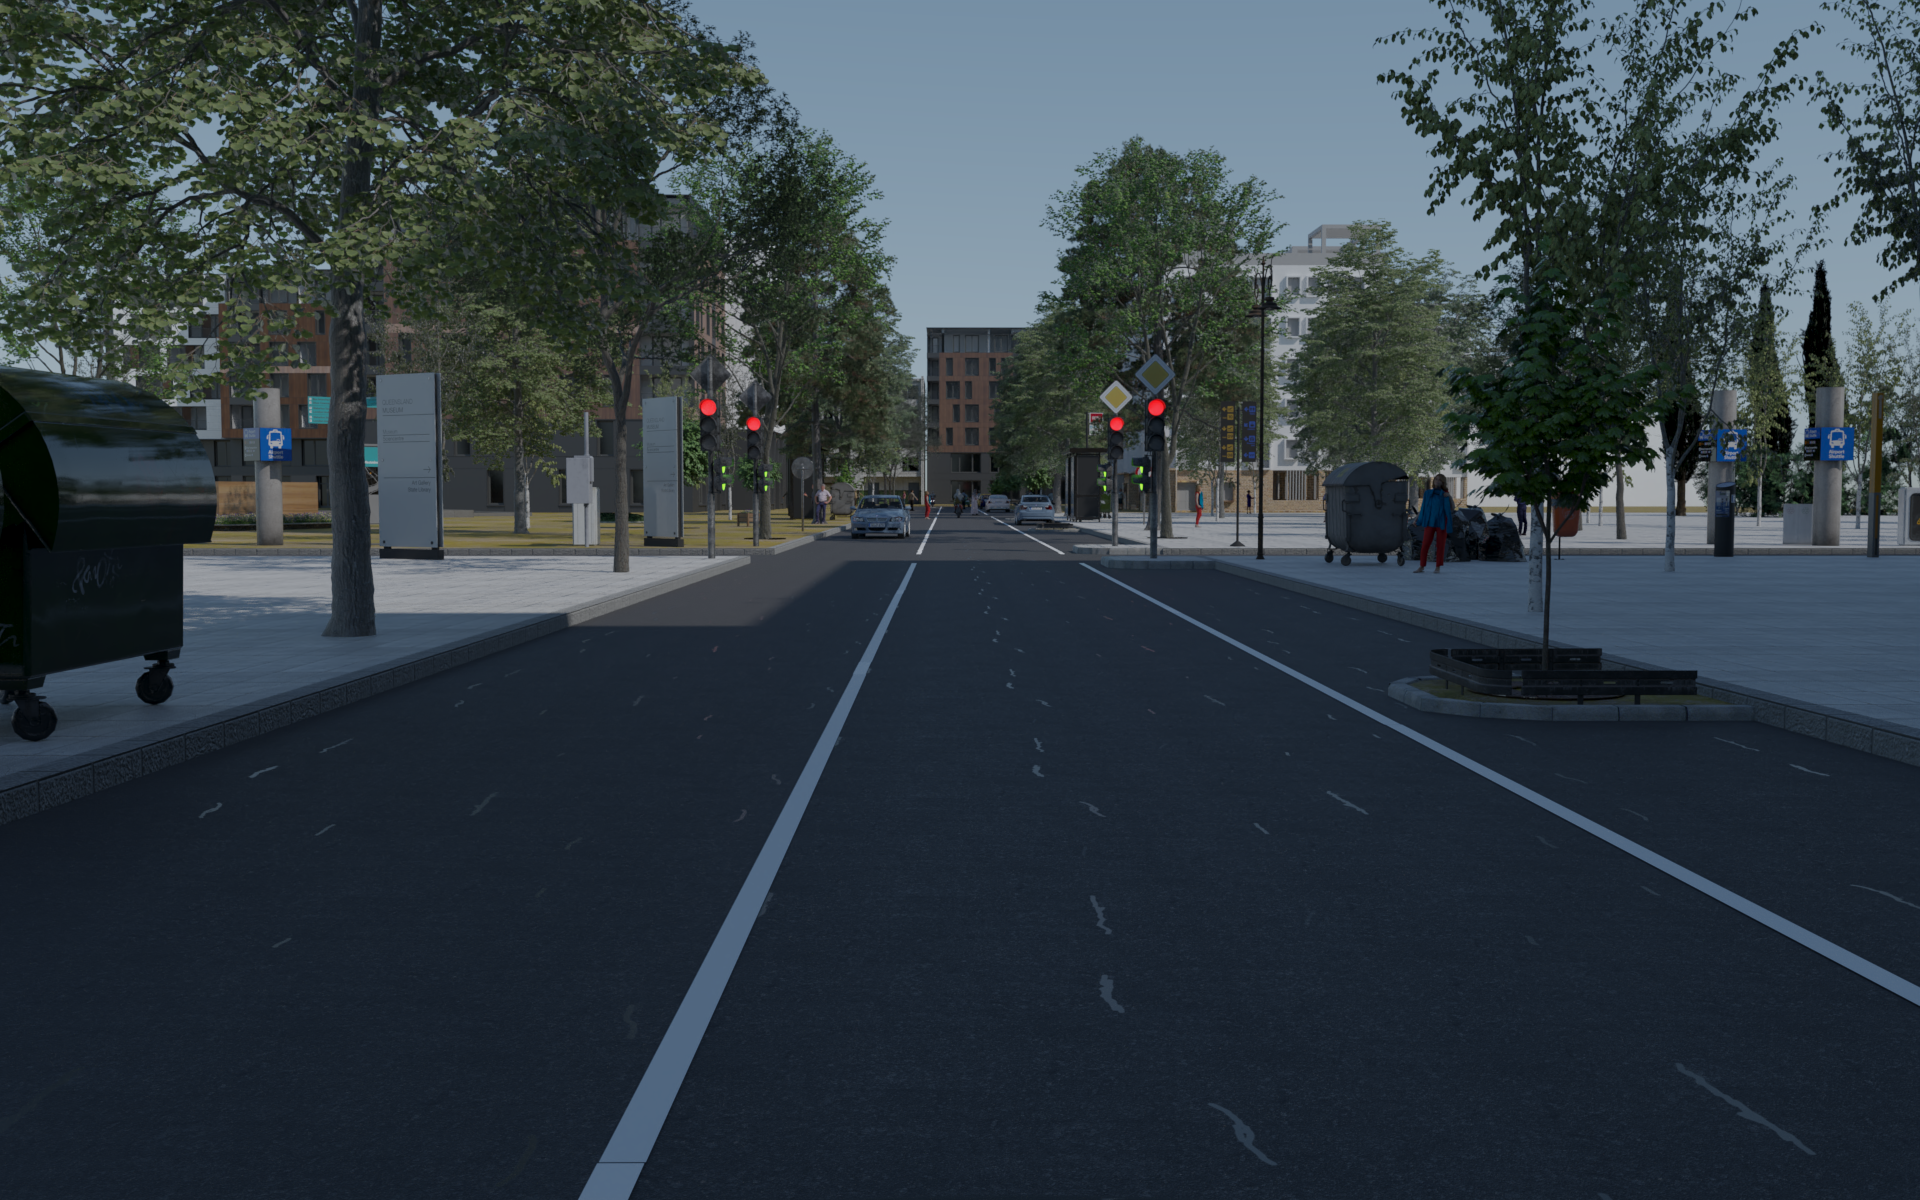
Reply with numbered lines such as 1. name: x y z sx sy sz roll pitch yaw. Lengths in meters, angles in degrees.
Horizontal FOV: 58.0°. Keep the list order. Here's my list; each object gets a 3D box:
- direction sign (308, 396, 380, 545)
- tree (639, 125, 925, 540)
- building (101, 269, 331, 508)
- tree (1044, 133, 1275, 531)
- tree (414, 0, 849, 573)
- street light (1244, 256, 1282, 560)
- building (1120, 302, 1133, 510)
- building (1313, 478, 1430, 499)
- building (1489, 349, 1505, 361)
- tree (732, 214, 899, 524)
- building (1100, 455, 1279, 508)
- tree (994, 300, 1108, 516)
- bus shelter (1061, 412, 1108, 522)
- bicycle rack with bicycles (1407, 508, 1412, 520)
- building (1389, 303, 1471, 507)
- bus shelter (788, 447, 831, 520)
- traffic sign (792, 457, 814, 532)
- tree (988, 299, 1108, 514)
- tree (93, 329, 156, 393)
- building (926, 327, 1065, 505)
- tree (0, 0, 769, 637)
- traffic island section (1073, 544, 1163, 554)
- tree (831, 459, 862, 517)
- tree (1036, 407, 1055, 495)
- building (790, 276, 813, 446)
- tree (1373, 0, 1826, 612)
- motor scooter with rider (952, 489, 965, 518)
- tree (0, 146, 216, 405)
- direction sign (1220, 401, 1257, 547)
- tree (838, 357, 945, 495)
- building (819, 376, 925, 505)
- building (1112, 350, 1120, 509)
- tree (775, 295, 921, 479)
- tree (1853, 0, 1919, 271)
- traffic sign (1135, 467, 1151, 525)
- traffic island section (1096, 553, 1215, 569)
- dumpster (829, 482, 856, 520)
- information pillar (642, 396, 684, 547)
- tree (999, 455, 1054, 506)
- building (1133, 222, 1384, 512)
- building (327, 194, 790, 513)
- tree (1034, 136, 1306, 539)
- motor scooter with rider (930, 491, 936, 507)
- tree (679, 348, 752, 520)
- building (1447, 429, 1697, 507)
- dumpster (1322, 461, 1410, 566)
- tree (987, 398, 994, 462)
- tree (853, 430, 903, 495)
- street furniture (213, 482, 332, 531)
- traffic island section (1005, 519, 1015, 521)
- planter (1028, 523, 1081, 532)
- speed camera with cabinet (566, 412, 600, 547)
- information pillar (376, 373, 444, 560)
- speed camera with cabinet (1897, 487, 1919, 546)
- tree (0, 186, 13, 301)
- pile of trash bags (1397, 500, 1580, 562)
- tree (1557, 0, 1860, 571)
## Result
1. direction sign: -14.554 -3.297 42.666 2.525 3.948 1.411 -3 5 -44
2. tree: -5.351 -7.513 48.586 9.928 11.665 9.643 0 3 0
3. building: -63.770 -20.022 171.339 32.646 21.610 27.936 0 4 0
4. tree: 6.984 -9.368 60.593 7.806 13.903 7.818 0 3 0
5. tree: -5.355 -5.747 28.373 8.767 10.594 7.601 2 4 31
6. street light: 5.895 -3.733 33.826 0.468 5.910 1.993 0 4 0
7. building: 21.523 -17.189 137.456 16.016 20.091 11.380 0 4 0
8. building: 44.752 -23.280 224.608 32.646 21.610 27.936 0 4 0
9. building: 66.814 -22.108 217.882 11.380 20.091 16.016 0 4 0
10. tree: -6.364 -10.193 74.085 7.806 13.903 7.818 0 3 0
11. building: 21.195 -18.588 170.366 16.747 18.905 31.486 0 4 0
12. tree: 6.152 -11.153 100.481 7.486 12.596 7.792 0 3 0
13. bus shelter: 5.991 -6.417 82.551 2.179 5.291 8.768 0 4 0
14. bicycle rack with bicycles: 11.558 -1.815 43.058 2.925 0.926 2.852 0 4 8
15. building: 44.622 -19.677 178.140 11.380 20.091 16.016 0 4 0
16. bus shelter: -7.675 -5.954 88.637 1.731 3.624 6.357 0 4 0
17. traffic sign: -5.390 -3.621 59.301 0.768 2.556 0.104 0 4 4
18. tree: 6.490 -12.696 114.237 9.857 13.997 8.962 0 3 0
19. tree: -36.871 -7.618 74.919 4.360 8.622 3.978 0 3 0
20. building: 12.118 -23.168 222.769 32.646 21.610 27.936 0 4 0
21. tree: -5.176 -5.962 15.600 7.486 12.596 7.792 0 3 0
22. traffic island section: 3.823 -1.237 42.500 2.009 0.180 2.903 0 4 0
23. tree: -6.195 -6.189 95.798 1.663 3.219 1.824 0 3 0
24. tree: 6.570 -11.319 135.425 4.360 8.622 3.978 0 3 0
25. building: -31.120 -19.997 170.918 32.646 21.610 27.936 0 4 0
26. tree: 6.447 -4.166 18.476 4.737 8.622 4.395 0 3 0
27. motor scooter with rider: -0.054 -5.853 104.668 0.876 1.779 1.986 0 4 1
28. tree: -26.108 -7.671 51.168 9.928 11.665 9.643 0 3 0
29. direction sign: 6.794 -3.078 42.316 0.876 3.537 0.379 0 4 -3
30. tree: -6.581 -14.784 152.085 12.009 13.543 11.850 0 3 0
31. building: -20.203 -21.477 217.600 31.486 18.905 16.747 0 4 0
32. building: 21.295 -17.886 148.859 16.016 20.091 11.380 0 4 0
33. tree: -7.134 -12.133 105.037 9.857 13.997 8.962 0 3 0
34. tree: 11.670 -4.263 20.064 4.360 8.622 3.978 0 3 0
35. traffic sign: 7.725 -4.435 72.624 0.768 2.556 0.104 0 4 3
36. traffic island section: 3.880 -0.748 34.515 2.009 0.180 2.903 0 4 0
37. dumpster: -5.785 -4.850 85.062 1.264 1.857 1.865 0 4 0
38. information pillar: -7.257 -3.119 42.304 0.184 3.620 1.656 -3 5 -40
39. tree: 5.382 -8.555 123.581 4.285 4.588 4.351 0 3 0
40. building: 21.432 -16.494 126.096 16.016 20.091 11.380 0 4 0
41. building: -28.993 -17.772 134.550 27.936 21.610 32.646 0 4 0
42. tree: 5.990 -7.579 49.671 9.928 11.665 9.643 0 3 0
43. motor scooter with rider: -3.065 -11.162 191.466 0.876 1.779 1.986 0 4 -1
44. tree: -11.599 -8.262 85.453 4.360 8.622 3.978 0 3 0
45. building: 64.320 -14.684 182.236 28.070 9.664 9.099 0 4 0
46. dumpster: 7.382 -1.573 31.483 1.264 1.857 1.865 0 4 0
47. tree: 5.857 -14.696 158.405 7.486 12.596 7.792 0 3 0
48. tree: -6.415 -10.925 128.993 4.737 8.622 4.395 0 3 0
49. street furniture: -27.084 -3.416 62.713 11.010 1.723 9.812 1 4 20
50. traffic island section: 3.455 -4.371 94.325 1.991 0.108 1.994 0 4 0
51. planter: 3.636 -2.815 67.158 1.991 0.319 1.994 0 4 0
52. speed camera with cabinet: -9.280 -2.953 42.619 0.660 3.252 2.038 0 4 -5
53. information pillar: -10.807 -2.612 34.014 1.656 3.620 0.184 2 4 31
54. speed camera with cabinet: 24.379 -2.962 42.758 2.038 3.252 0.660 1 4 14
55. tree: -15.917 -4.583 25.288 4.737 8.622 4.395 0 3 0
56. pile of trash bags: 10.325 -1.450 33.459 3.447 1.369 1.912 0 4 -4
57. tree: 11.769 -4.768 28.324 4.360 8.622 3.978 0 3 0
